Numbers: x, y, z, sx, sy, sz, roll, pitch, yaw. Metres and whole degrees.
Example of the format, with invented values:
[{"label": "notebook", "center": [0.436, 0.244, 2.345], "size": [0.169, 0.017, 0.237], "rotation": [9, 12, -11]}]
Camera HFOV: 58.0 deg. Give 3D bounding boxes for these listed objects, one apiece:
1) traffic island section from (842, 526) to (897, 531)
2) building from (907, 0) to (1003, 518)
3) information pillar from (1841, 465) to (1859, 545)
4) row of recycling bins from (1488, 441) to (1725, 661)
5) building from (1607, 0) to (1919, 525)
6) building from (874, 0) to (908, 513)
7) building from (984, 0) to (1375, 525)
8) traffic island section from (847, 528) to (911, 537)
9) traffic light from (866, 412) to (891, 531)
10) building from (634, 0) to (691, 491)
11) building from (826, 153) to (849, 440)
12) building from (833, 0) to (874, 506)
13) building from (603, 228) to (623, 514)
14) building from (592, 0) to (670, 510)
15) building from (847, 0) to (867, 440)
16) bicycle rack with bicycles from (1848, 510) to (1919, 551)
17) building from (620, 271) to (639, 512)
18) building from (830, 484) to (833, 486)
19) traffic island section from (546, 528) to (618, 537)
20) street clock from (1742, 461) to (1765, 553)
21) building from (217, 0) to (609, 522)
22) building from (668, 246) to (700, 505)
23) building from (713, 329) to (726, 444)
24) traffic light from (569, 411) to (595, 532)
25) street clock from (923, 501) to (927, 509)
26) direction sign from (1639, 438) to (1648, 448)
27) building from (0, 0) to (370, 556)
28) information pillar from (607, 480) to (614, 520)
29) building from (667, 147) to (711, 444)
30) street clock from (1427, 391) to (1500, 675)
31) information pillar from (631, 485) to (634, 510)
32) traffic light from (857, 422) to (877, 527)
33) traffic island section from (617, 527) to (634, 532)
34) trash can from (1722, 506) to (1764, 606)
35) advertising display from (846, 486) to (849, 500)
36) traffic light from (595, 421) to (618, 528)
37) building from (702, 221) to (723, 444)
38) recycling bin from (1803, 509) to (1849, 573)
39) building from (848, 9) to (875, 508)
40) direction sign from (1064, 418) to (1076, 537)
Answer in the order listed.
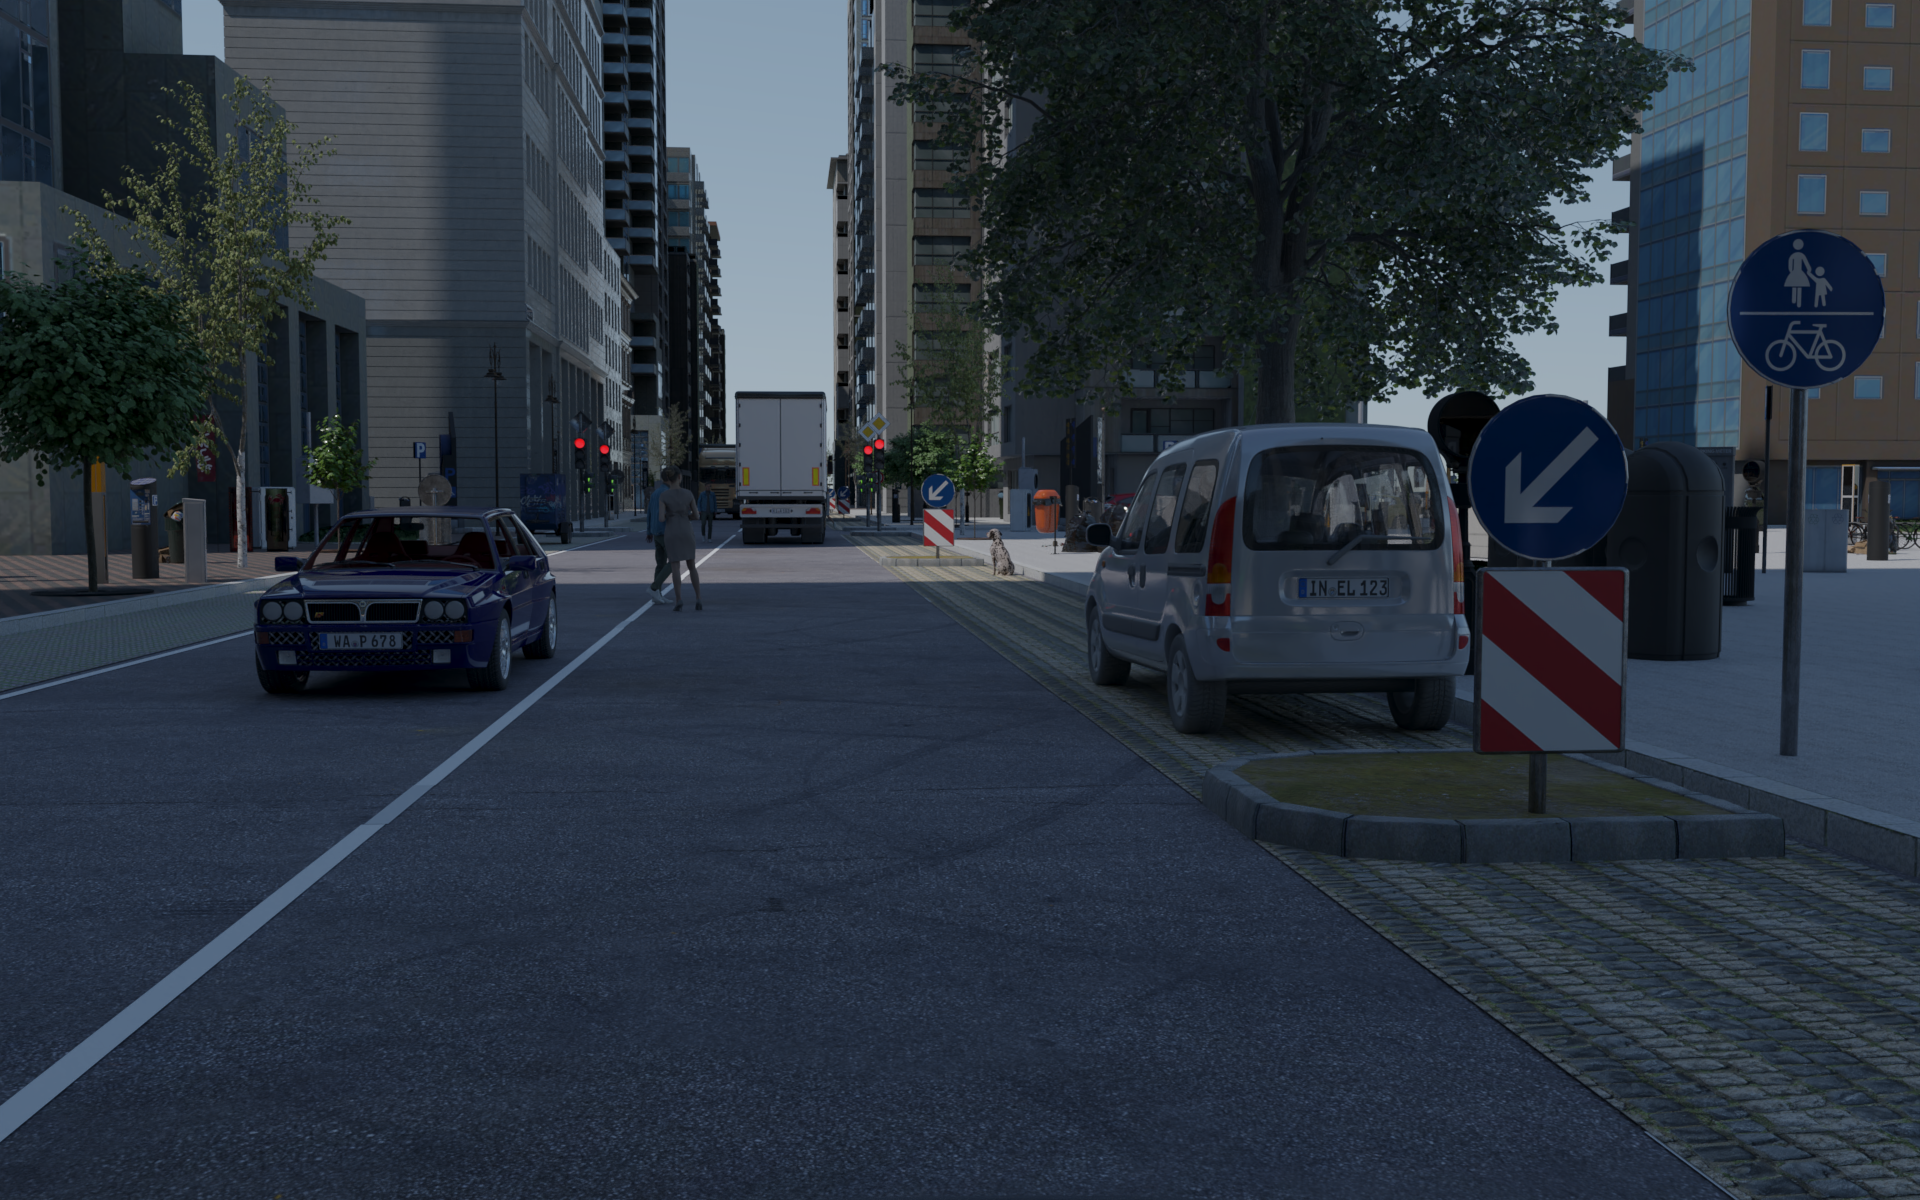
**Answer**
[{"label": "traffic island section", "center": [-3.553, -2.764, 67.464], "size": [2.009, 0.180, 2.903], "rotation": [0, 4, -6]}, {"label": "building", "center": [3.799, -20.086, 100.110], "size": [14.160, 30.474, 14.107], "rotation": [0, 4, -6]}, {"label": "information pillar", "center": [22.326, -2.384, 43.470], "size": [0.304, 2.012, 0.304], "rotation": [-3, 5, -41]}, {"label": "row of recycling bins", "center": [5.460, -0.481, 14.980], "size": [1.069, 1.692, 3.534], "rotation": [0, 4, -2]}, {"label": "building", "center": [39.334, -26.130, 77.343], "size": [14.200, 45.320, 14.600], "rotation": [0, 4, -6]}, {"label": "building", "center": [4.126, -35.874, 128.539], "size": [21.231, 58.520, 28.212], "rotation": [0, 4, -6]}, {"label": "building", "center": [8.649, -23.831, 73.226], "size": [14.086, 41.232, 14.154], "rotation": [0, 4, -6]}, {"label": "traffic island section", "center": [-2.752, -2.278, 59.519], "size": [2.009, 0.180, 2.903], "rotation": [0, 4, -6]}, {"label": "traffic light", "center": [-2.793, -4.311, 59.401], "size": [0.839, 4.253, 0.868], "rotation": [0, 4, -6]}, {"label": "building", "center": [-38.823, -45.350, 179.732], "size": [20.563, 71.187, 20.611], "rotation": [0, 4, -6]}, {"label": "building", "center": [-5.558, -41.296, 264.421], "size": [28.713, 52.752, 27.495], "rotation": [0, 4, -6]}, {"label": "building", "center": [-3.336, -54.337, 201.075], "size": [22.319, 86.520, 31.000], "rotation": [0, 4, -6]}, {"label": "building", "center": [-26.324, -15.221, 103.613], "size": [10.420, 20.320, 16.860], "rotation": [0, 4, -6]}, {"label": "building", "center": [-37.108, -51.430, 153.549], "size": [22.319, 86.520, 31.000], "rotation": [0, 4, -6]}, {"label": "building", "center": [-7.066, -48.995, 239.318], "size": [20.563, 71.187, 20.611], "rotation": [0, 4, -6]}, {"label": "bicycle rack with bicycles", "center": [21.221, -1.635, 40.111], "size": [2.852, 0.926, 2.925], "rotation": [-3, 5, -42]}, {"label": "building", "center": [-28.604, -15.716, 121.580], "size": [10.561, 19.102, 19.286], "rotation": [0, 4, -6]}, {"label": "building", "center": [-7.096, -36.611, 290.475], "size": [32.217, 40.220, 23.993], "rotation": [0, 4, -6]}, {"label": "traffic island section", "center": [-12.794, -2.216, 58.516], "size": [2.009, 0.180, 2.903], "rotation": [0, 4, -6]}, {"label": "street clock", "center": [17.174, -2.012, 37.464], "size": [0.358, 2.002, 0.471], "rotation": [-2, 4, -26]}, {"label": "building", "center": [-23.515, -18.514, 80.201], "size": [11.434, 29.767, 29.804], "rotation": [0, 4, -6]}, {"label": "building", "center": [-37.364, -26.142, 199.130], "size": [14.160, 30.474, 14.107], "rotation": [0, 4, -6]}, {"label": "building", "center": [-46.558, -31.743, 290.705], "size": [14.160, 30.474, 14.107], "rotation": [0, 4, -6]}, {"label": "traffic light", "center": [-12.753, -4.249, 58.385], "size": [0.839, 4.253, 0.868], "rotation": [0, 4, -6]}, {"label": "street clock", "center": [-1.738, -4.973, 85.886], "size": [0.471, 2.002, 0.358], "rotation": [-1, 4, -15]}, {"label": "direction sign", "center": [27.716, -4.788, 70.284], "size": [0.379, 3.537, 0.876], "rotation": [3, 5, 41]}, {"label": "building", "center": [-33.922, -44.627, 42.330], "size": [31.000, 86.520, 22.319], "rotation": [0, 4, -6]}, {"label": "information pillar", "center": [-17.209, -4.931, 85.111], "size": [0.304, 2.012, 0.304], "rotation": [3, 4, 37]}, {"label": "building", "center": [-45.959, -37.873, 238.824], "size": [23.786, 49.044, 30.456], "rotation": [0, 4, -6]}, {"label": "street clock", "center": [3.568, -0.472, 12.286], "size": [0.471, 2.002, 0.358], "rotation": [0, 4, -4]}, {"label": "information pillar", "center": [-26.372, -8.234, 139.119], "size": [0.304, 2.012, 0.304], "rotation": [-1, 4, -15]}, {"label": "traffic light", "center": [-3.594, -4.797, 67.346], "size": [0.839, 4.253, 0.868], "rotation": [0, 4, -6]}, {"label": "traffic island section", "center": [-13.595, -2.702, 66.461], "size": [2.009, 0.180, 2.903], "rotation": [0, 4, -6]}, {"label": "trash can", "center": [8.866, -0.512, 20.025], "size": [0.748, 1.137, 0.748], "rotation": [0, 3, 0]}, {"label": "advertising display", "center": [-8.965, -8.133, 138.184], "size": [0.123, 1.923, 0.974], "rotation": [-1, 4, -14]}, {"label": "traffic light", "center": [-13.554, -4.735, 66.330], "size": [0.839, 4.253, 0.868], "rotation": [0, 4, -6]}, {"label": "building", "center": [-48.263, -37.545, 268.479], "size": [22.147, 44.769, 28.867], "rotation": [0, 4, -6]}, {"label": "recycling bin", "center": [14.186, -0.982, 28.617], "size": [0.722, 1.027, 0.722], "rotation": [1, 4, 11]}, {"label": "building", "center": [1.027, -33.775, 171.832], "size": [23.786, 49.044, 30.456], "rotation": [0, 4, -6]}, {"label": "direction sign", "center": [3.311, -3.658, 51.799], "size": [0.379, 3.537, 0.876], "rotation": [-1, 4, -14]}]
